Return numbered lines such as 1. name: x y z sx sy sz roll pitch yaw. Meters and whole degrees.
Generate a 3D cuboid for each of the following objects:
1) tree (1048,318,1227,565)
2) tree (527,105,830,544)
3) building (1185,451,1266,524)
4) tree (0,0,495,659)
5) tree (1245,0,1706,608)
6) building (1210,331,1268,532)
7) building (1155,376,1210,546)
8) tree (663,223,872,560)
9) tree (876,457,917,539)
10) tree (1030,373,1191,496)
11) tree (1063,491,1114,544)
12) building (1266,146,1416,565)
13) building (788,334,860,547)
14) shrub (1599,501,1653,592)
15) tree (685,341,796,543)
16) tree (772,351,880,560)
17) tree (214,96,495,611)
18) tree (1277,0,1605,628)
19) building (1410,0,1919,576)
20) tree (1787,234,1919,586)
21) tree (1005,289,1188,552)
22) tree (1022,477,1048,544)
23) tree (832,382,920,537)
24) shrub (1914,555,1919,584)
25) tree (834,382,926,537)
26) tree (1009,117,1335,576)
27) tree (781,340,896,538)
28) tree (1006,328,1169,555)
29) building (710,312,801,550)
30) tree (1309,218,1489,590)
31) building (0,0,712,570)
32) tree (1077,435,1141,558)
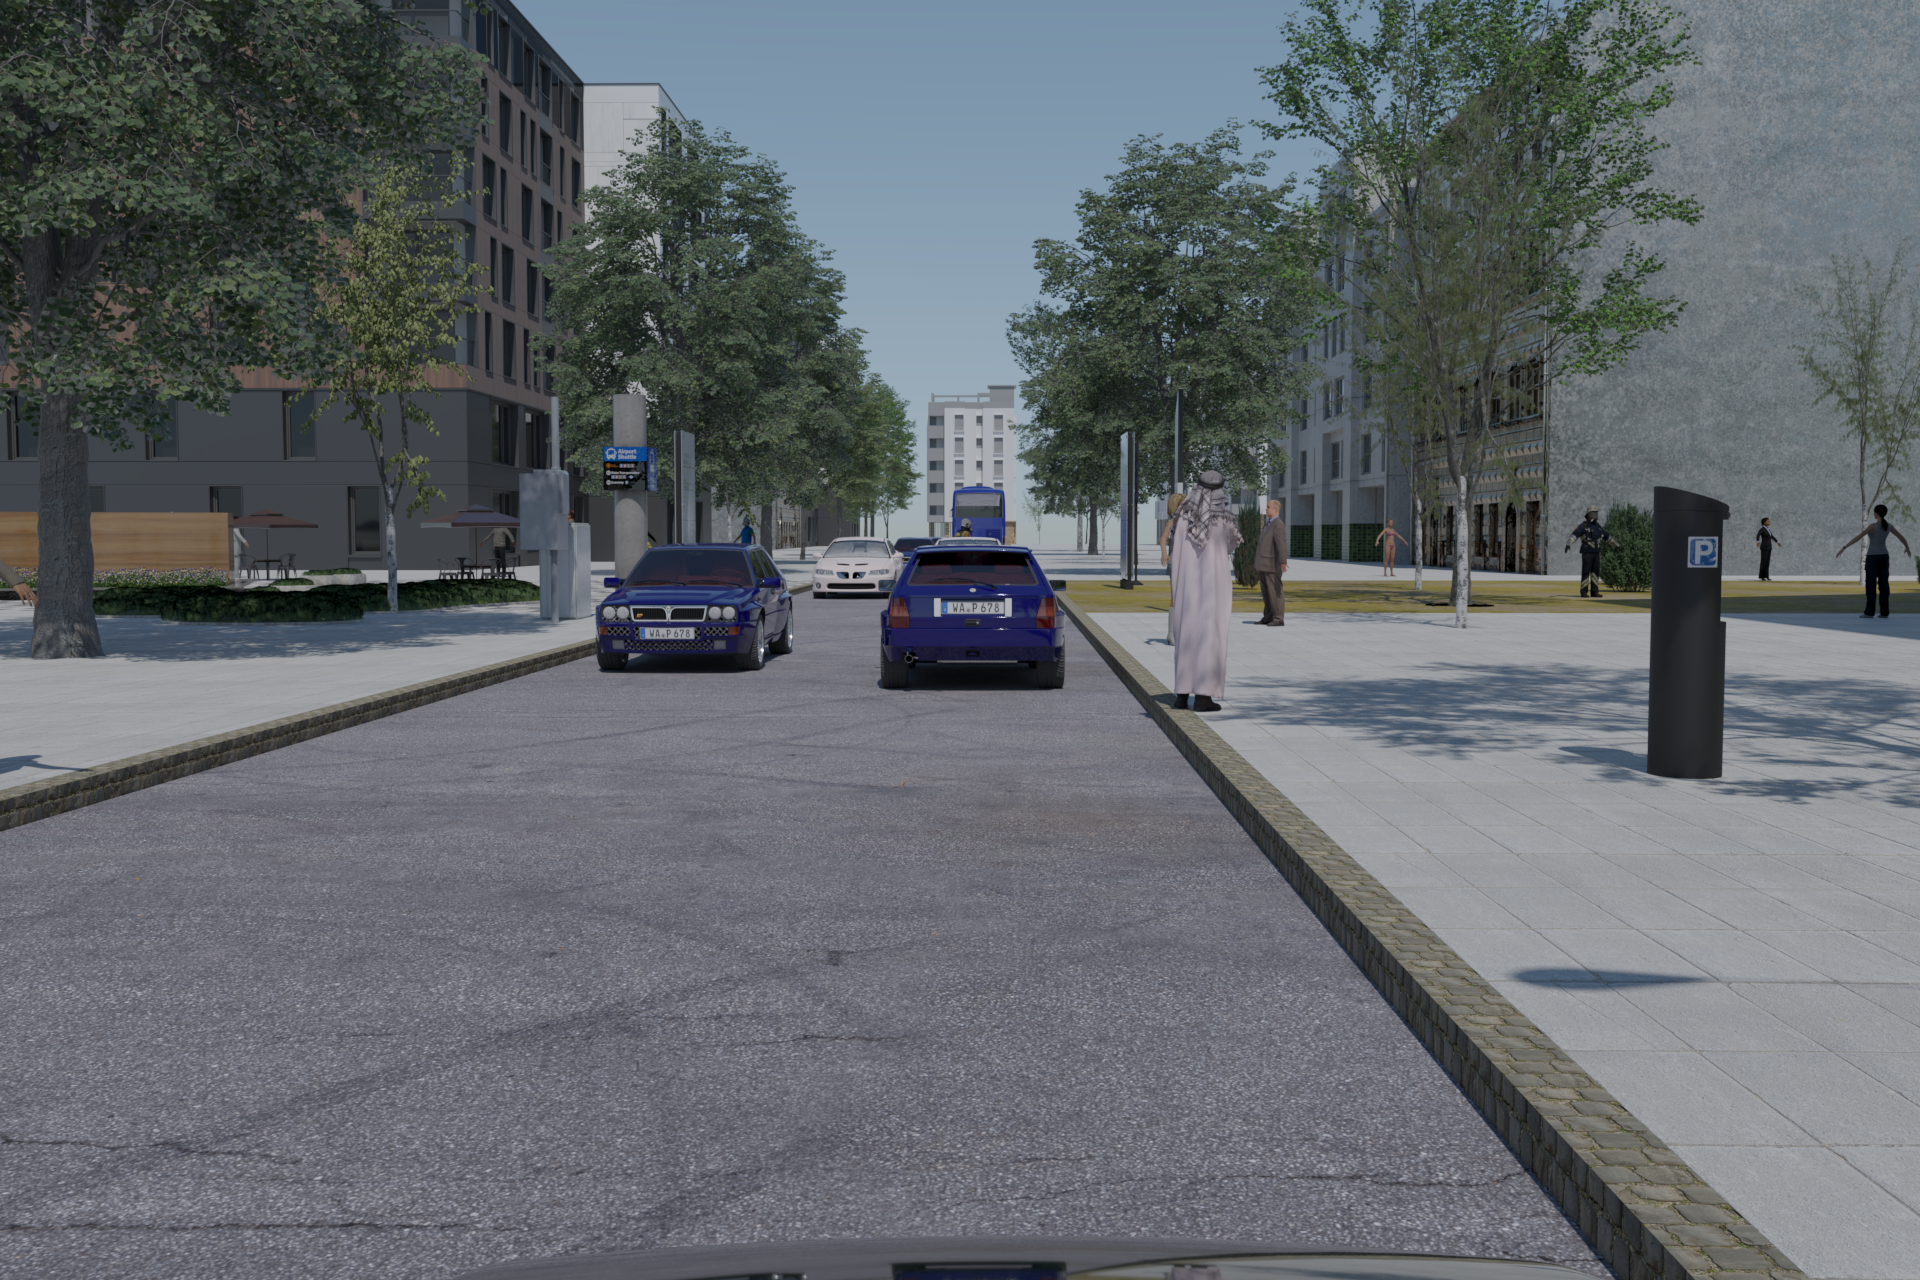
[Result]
1. tree: 7.441 -8.415 71.994 8.767 10.594 7.601 2 4 23
2. tree: -8.595 -8.982 53.513 9.857 13.997 8.962 0 3 0
3. building: 27.622 -14.242 175.007 9.099 9.664 28.070 0 4 1
4. tree: -9.470 -6.796 17.763 9.857 13.997 8.962 0 3 0
5. tree: 8.796 -6.390 30.228 9.928 11.665 9.643 0 3 0
6. building: 28.006 -18.411 157.436 16.016 20.090 11.380 0 4 1
7. building: 28.159 -21.198 203.013 16.016 20.090 11.380 0 4 2
8. tree: -8.221 -10.158 72.736 9.857 13.997 8.962 0 3 0
9. tree: -9.551 -18.209 223.465 9.928 11.665 9.643 0 3 0
10. tree: 7.891 -9.095 83.110 8.767 10.594 7.601 -3 4 -39
11. tree: 16.741 -17.758 224.748 7.601 10.594 8.767 0 4 -4
12. building: 26.363 -13.493 87.076 16.747 18.905 31.486 0 4 1
13. building: -25.286 -20.385 177.271 27.936 21.610 32.646 0 4 1
14. shrub: 14.810 -2.068 38.230 1.690 2.028 1.600 0 3 0
15. tree: -8.260 -6.934 63.727 4.737 8.622 4.395 0 3 0
16. tree: -7.496 -9.259 85.805 7.601 10.594 8.767 -1 4 -17
17. tree: -9.285 -4.721 27.557 4.737 8.622 4.395 0 3 0
18. tree: 7.039 -4.473 23.491 4.360 8.622 3.978 0 3 0
19. building: 27.571 -14.104 61.528 19.493 23.208 18.063 0 4 2
20. tree: 22.361 -5.671 43.077 4.360 8.622 3.978 0 3 0
21. tree: 9.855 -16.410 124.197 12.611 20.169 13.585 0 3 0
22. tree: 10.320 -16.470 219.651 4.360 8.622 3.978 0 3 0
23. tree: -6.304 -11.752 117.907 9.928 11.665 9.643 0 3 0
24. shrub: 22.266 -1.731 39.416 1.383 1.207 1.383 0 3 0
25. tree: -6.297 -12.934 129.591 7.486 12.596 7.792 0 3 0
26. tree: 6.602 -8.965 53.228 9.857 13.997 8.962 0 3 0
27. tree: -7.305 -11.207 101.362 7.486 12.596 7.792 0 3 0
28. tree: 7.924 -12.079 104.149 9.857 13.997 8.962 0 3 0
29. building: -24.218 -19.593 151.273 19.493 23.208 18.063 0 4 1
30. tree: 10.782 -5.464 39.706 4.360 8.622 3.978 0 3 0
31. building: -27.569 -14.246 76.901 27.936 21.610 32.646 0 4 1
32. tree: 7.674 -8.702 92.637 4.360 8.622 3.978 0 3 0
